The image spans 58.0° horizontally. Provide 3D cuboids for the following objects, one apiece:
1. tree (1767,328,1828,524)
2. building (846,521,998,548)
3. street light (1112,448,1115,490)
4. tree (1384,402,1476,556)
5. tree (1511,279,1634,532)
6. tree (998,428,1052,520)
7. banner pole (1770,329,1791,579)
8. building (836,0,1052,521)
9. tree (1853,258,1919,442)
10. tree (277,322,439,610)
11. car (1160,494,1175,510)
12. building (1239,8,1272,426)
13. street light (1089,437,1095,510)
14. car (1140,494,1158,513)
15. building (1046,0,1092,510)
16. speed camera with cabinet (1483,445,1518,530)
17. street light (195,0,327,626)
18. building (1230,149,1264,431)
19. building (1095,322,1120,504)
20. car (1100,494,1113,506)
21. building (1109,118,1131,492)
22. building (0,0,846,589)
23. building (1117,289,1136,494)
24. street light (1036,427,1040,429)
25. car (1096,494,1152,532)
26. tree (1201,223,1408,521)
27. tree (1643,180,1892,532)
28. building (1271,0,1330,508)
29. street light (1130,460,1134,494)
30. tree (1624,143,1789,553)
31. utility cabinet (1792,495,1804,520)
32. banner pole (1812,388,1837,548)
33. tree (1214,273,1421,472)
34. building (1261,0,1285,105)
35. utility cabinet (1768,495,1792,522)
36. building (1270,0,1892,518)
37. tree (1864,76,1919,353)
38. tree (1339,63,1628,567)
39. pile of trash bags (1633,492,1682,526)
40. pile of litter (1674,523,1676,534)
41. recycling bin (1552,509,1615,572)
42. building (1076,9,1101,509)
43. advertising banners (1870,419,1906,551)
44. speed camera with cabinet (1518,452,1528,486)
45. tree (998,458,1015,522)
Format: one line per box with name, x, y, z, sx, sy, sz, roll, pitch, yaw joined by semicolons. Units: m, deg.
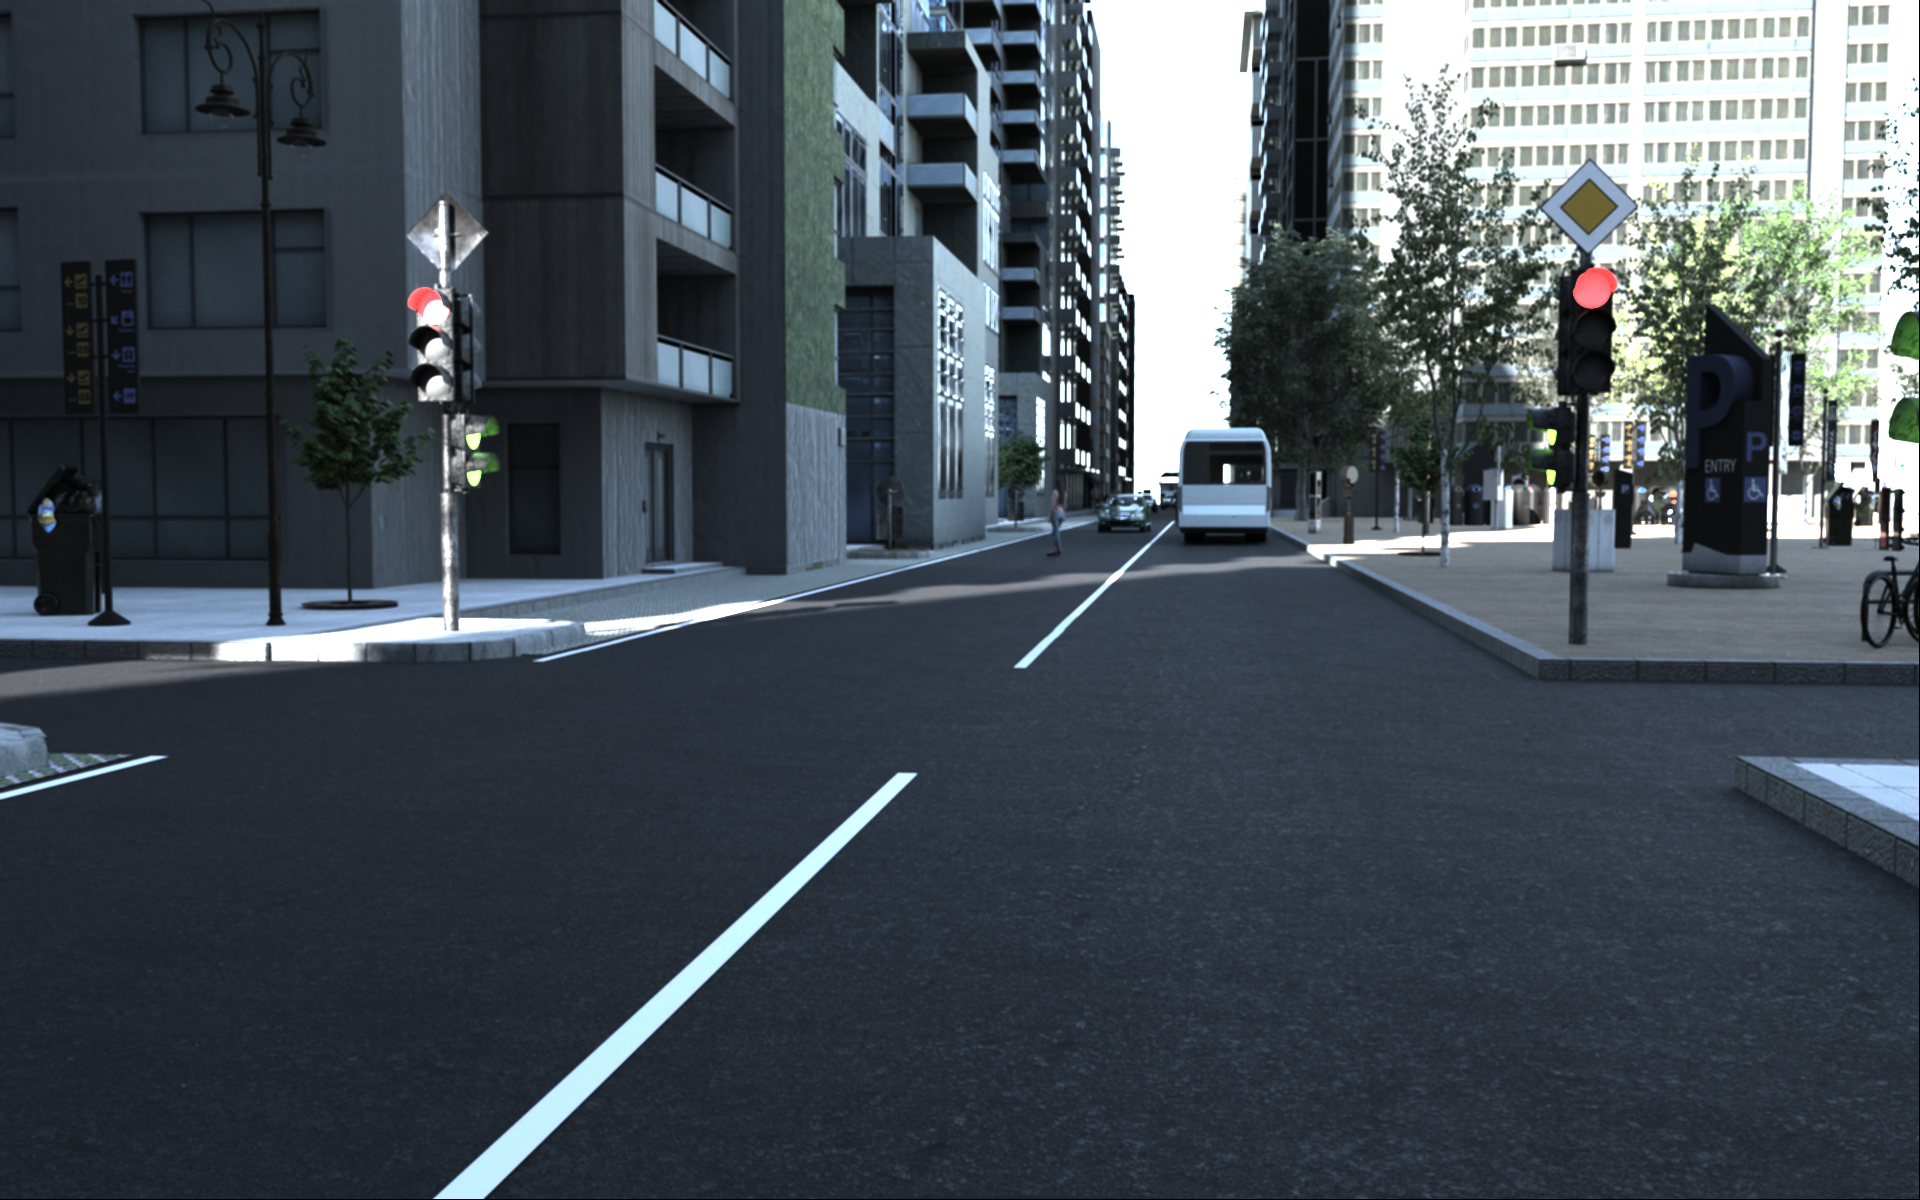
tree;35.766;-7.504;73.056;4.360;8.622;3.978;0;3;0
building;-9.572;-45.571;57.758;22.319;86.520;31.000;0;4;8
street light;15.516;-12.381;175.219;0.468;5.910;1.993;0;4;8
tree;9.692;-2.562;36.487;1.663;3.219;1.824;0;3;0
tree;20.311;-6.623;58.645;4.360;8.622;3.978;0;3;0
tree;2.965;-6.300;86.715;4.285;4.588;4.351;0;3;0
banner pole;12.563;-2.233;26.525;0.401;3.779;0.863;3;5;41
building;-4.914;-48.538;106.270;22.319;86.520;31.000;0;4;8
tree;28.686;-6.160;51.086;4.360;8.622;3.978;0;3;0
tree;-6.968;-1.518;19.427;1.663;3.219;1.824;0;3;0
car;19.745;-9.145;161.314;2.131;1.459;4.920;1;4;10
building;44.388;-36.457;185.311;28.713;52.752;27.495;0;4;8
street light;10.586;-10.204;139.616;0.468;5.910;1.993;0;4;8
car;14.564;-7.706;135.781;2.009;1.686;4.222;1;4;10
building;-1.201;-31.707;138.011;23.786;49.044;30.456;0;4;8
speed camera with cabinet;19.549;-4.195;62.922;0.660;3.252;2.038;2;4;32
street light;-6.697;-2.690;16.775;0.468;5.910;1.993;0;4;8
building;39.485;-32.033;207.329;14.154;41.232;14.086;0;4;8
building;2.964;-21.099;190.005;27.650;21.520;28.899;0;4;8
car;11.522;-7.410;130.941;2.009;1.686;4.222;0;4;6
building;9.498;-36.657;218.957;23.786;49.044;30.456;0;4;8
building;-10.227;-21.092;28.450;14.154;41.232;14.086;0;4;8
building;17.101;-28.698;240.919;14.160;30.474;14.107;0;4;8
street light;3.980;-7.357;93.082;0.468;5.910;1.993;0;4;8
car;6.344;-3.343;66.460;2.131;1.459;4.920;1;4;10
tree;16.432;-10.753;82.465;9.857;13.997;8.962;0;3;0
tree;27.263;-8.139;58.821;9.928;11.665;9.643;0;3;0
building;31.249;-41.756;120.969;20.563;71.187;20.611;0;4;8
street light;21.993;-15.228;221.771;0.468;5.910;1.993;0;4;8
tree;15.971;-5.322;37.378;4.737;8.622;4.395;0;3;0
utility cabinet;41.050;-4.507;84.857;1.020;1.237;0.306;-3;4;-38
banner pole;20.437;-3.105;40.788;0.401;3.779;0.863;0;4;3
tree;14.996;-8.439;72.391;8.767;10.594;7.601;0;4;3
building;36.814;-32.232;146.602;23.786;49.044;30.456;0;4;8
utility cabinet;37.434;-4.172;79.380;0.306;1.237;1.020;-3;4;-36
building;33.974;-24.904;99.057;32.217;40.220;23.993;0;4;8
tree;16.780;-4.774;28.418;4.737;8.622;4.395;0;3;0
tree;8.523;-4.865;29.912;4.737;8.622;4.395;0;3;0
pile of trash bags;29.153;-3.790;71.714;1.912;1.369;3.447;3;4;38
pile of litter;22.986;-2.466;54.278;1.719;0.858;1.176;-3;5;-42
recycling bin;10.345;-0.990;28.734;0.722;1.027;0.722;-1;4;-19
building;5.612;-31.166;159.676;14.600;45.320;14.200;0;4;8
advertising banners;21.339;-2.673;39.891;0.090;3.025;2.074;0;4;8
speed camera with cabinet;25.811;-5.364;82.036;2.038;3.252;0.660;2;4;29
tree;1.446;-5.293;81.142;1.663;3.219;1.824;0;3;0
